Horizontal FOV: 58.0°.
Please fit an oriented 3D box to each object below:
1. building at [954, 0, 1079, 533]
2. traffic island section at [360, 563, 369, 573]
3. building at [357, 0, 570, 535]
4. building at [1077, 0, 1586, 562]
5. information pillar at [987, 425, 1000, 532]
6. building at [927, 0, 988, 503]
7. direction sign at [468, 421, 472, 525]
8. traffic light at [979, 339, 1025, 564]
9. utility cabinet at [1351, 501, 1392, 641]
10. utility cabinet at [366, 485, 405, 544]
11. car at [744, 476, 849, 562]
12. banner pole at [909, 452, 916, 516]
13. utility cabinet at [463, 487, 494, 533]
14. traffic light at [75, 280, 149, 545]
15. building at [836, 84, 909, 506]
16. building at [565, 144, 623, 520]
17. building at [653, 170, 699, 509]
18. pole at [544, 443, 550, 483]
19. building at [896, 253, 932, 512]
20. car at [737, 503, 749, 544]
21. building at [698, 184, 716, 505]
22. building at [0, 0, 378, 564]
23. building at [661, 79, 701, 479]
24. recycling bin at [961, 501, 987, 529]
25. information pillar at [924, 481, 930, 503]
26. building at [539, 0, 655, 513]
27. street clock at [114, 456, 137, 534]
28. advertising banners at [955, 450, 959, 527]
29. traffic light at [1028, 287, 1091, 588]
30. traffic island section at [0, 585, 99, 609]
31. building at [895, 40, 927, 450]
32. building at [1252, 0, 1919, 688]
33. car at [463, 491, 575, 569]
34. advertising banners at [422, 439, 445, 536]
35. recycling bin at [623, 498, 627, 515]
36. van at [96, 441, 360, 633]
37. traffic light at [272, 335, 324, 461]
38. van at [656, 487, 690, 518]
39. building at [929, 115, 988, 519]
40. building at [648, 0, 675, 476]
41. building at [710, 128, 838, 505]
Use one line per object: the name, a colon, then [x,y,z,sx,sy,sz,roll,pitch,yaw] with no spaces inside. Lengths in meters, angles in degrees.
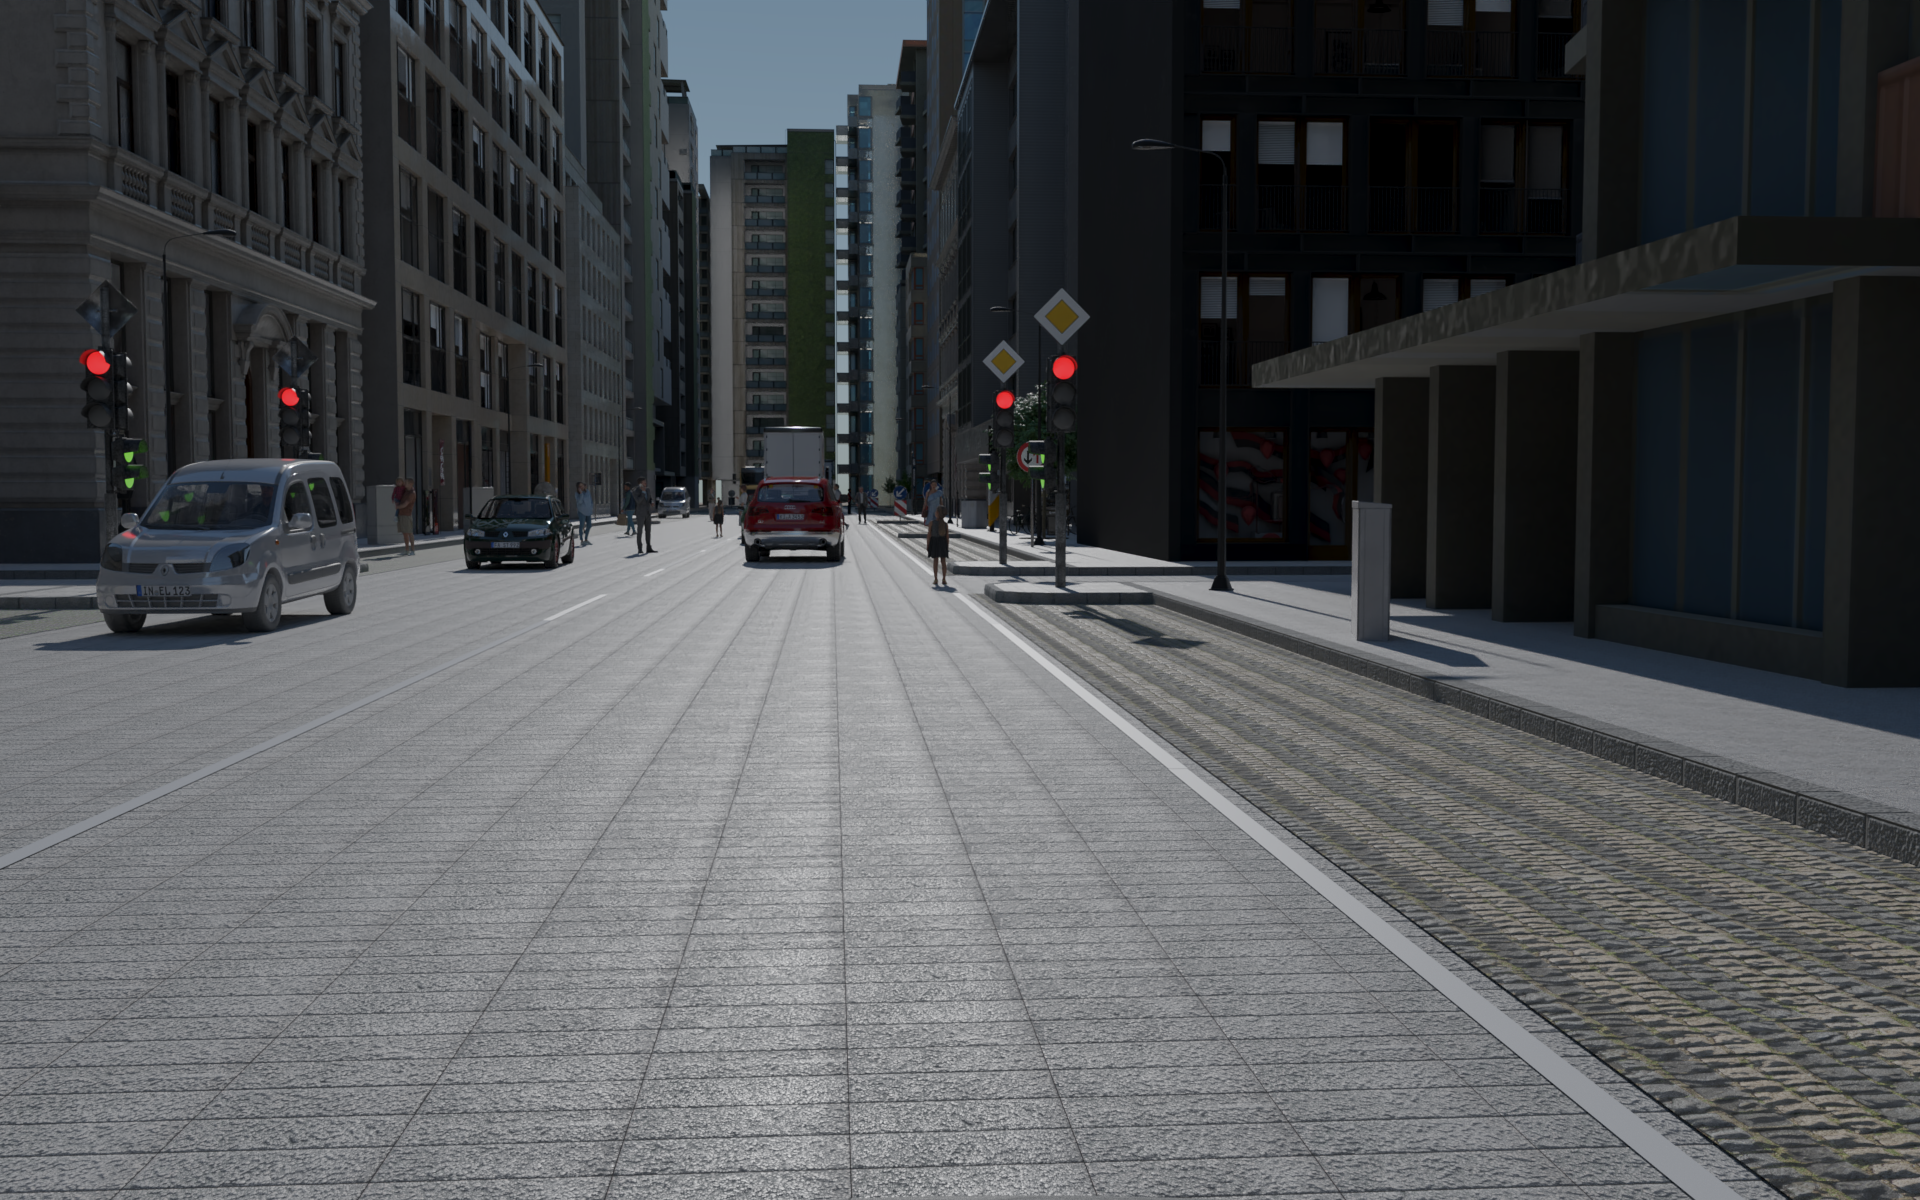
building: [7.882,-15.440,71.516,14.314,24.678,30.058,0,4,-4]
traffic island section: [-11.795,-0.524,30.843,2.009,0.180,2.903,0,4,-4]
building: [-27.717,-16.095,67.672,19.350,26.468,34.151,0,4,-4]
building: [11.369,-12.787,38.742,15.834,23.373,12.332,0,4,-4]
information pillar: [1.151,-4.150,59.211,0.504,3.616,0.183,-3,5,-45]
building: [5.053,-28.539,116.719,14.600,45.320,14.200,0,4,-4]
direction sign: [-15.279,-3.796,54.068,0.379,3.537,0.876,-1,4,-20]
traffic light: [0.772,-2.614,31.653,0.839,4.253,0.868,0,4,-4]
utility cabinet: [3.696,-0.269,15.556,0.306,1.237,1.020,1,4,10]
utility cabinet: [-14.627,-2.168,44.121,0.318,1.500,1.173,1,4,18]
car: [-3.598,-1.805,38.191,2.281,1.827,5.304,0,4,-2]
banner pole: [-2.777,-6.905,102.909,0.401,3.779,0.863,-1,4,-19]
utility cabinet: [-15.820,-2.948,56.884,0.318,1.500,1.173,2,4,24]
traffic light: [-11.163,-2.069,22.749,0.839,4.253,0.868,0,4,-4]
building: [0.801,-35.674,202.881,30.456,49.044,23.786,0,4,-4]
building: [-24.611,-14.621,93.800,10.420,20.320,16.860,0,4,-4]
building: [-30.859,-23.353,153.515,14.160,30.474,14.107,0,4,-4]
pole: [-16.629,-4.647,69.817,0.158,3.312,0.155,0,3,0]
building: [9.212,-18.022,139.693,27.650,21.520,28.899,0,4,-4]
car: [-5.527,-2.408,51.164,2.131,1.459,4.920,0,4,-6]
building: [-40.833,-31.346,204.383,23.993,40.220,32.217,0,4,-4]
building: [-21.316,-12.919,40.096,11.050,23.489,19.941,0,4,-4]
building: [-33.275,-29.935,173.035,14.086,41.232,14.154,0,4,-4]
recycling bin: [0.532,-3.196,64.815,0.722,1.027,0.722,3,4,37]
information pillar: [-1.813,-5.555,95.311,0.304,2.012,0.304,0,4,5]
building: [-27.612,-26.173,111.525,14.154,41.232,14.086,0,4,-4]
street clock: [-14.886,-1.608,30.853,0.471,2.002,0.358,2,4,29]
advertising banners: [-0.119,-4.394,68.035,0.090,3.025,2.074,0,4,-2]
traffic light: [1.363,-2.127,23.690,0.839,4.253,0.868,0,4,-4]
traffic island section: [-11.204,-0.037,22.880,2.009,0.180,2.903,0,4,-4]
building: [4.996,-31.381,167.697,22.147,44.769,28.867,0,4,-4]
building: [15.633,-21.634,8.344,22.147,44.769,28.867,0,4,-4]
car: [-8.724,-1.508,34.448,2.009,1.686,4.222,0,4,-6]
advertising banners: [-16.496,-3.558,54.367,0.090,3.025,2.074,0,4,2]
recycling bin: [-20.024,-5.667,105.202,0.722,1.027,0.722,-3,5,-40]
van: [-8.031,-0.749,19.253,2.013,2.044,4.112,0,4,-3]
traffic light: [-11.754,-2.556,30.712,0.839,4.253,0.868,0,4,-4]
van: [-17.023,-5.878,103.118,2.013,2.044,4.112,0,4,-5]
building: [4.347,-16.396,96.953,11.050,23.489,19.941,0,4,-4]
building: [-36.562,-33.155,131.320,28.713,52.752,27.495,0,4,-4]
building: [-21.060,-31.387,196.767,14.086,41.232,14.154,0,4,-4]
